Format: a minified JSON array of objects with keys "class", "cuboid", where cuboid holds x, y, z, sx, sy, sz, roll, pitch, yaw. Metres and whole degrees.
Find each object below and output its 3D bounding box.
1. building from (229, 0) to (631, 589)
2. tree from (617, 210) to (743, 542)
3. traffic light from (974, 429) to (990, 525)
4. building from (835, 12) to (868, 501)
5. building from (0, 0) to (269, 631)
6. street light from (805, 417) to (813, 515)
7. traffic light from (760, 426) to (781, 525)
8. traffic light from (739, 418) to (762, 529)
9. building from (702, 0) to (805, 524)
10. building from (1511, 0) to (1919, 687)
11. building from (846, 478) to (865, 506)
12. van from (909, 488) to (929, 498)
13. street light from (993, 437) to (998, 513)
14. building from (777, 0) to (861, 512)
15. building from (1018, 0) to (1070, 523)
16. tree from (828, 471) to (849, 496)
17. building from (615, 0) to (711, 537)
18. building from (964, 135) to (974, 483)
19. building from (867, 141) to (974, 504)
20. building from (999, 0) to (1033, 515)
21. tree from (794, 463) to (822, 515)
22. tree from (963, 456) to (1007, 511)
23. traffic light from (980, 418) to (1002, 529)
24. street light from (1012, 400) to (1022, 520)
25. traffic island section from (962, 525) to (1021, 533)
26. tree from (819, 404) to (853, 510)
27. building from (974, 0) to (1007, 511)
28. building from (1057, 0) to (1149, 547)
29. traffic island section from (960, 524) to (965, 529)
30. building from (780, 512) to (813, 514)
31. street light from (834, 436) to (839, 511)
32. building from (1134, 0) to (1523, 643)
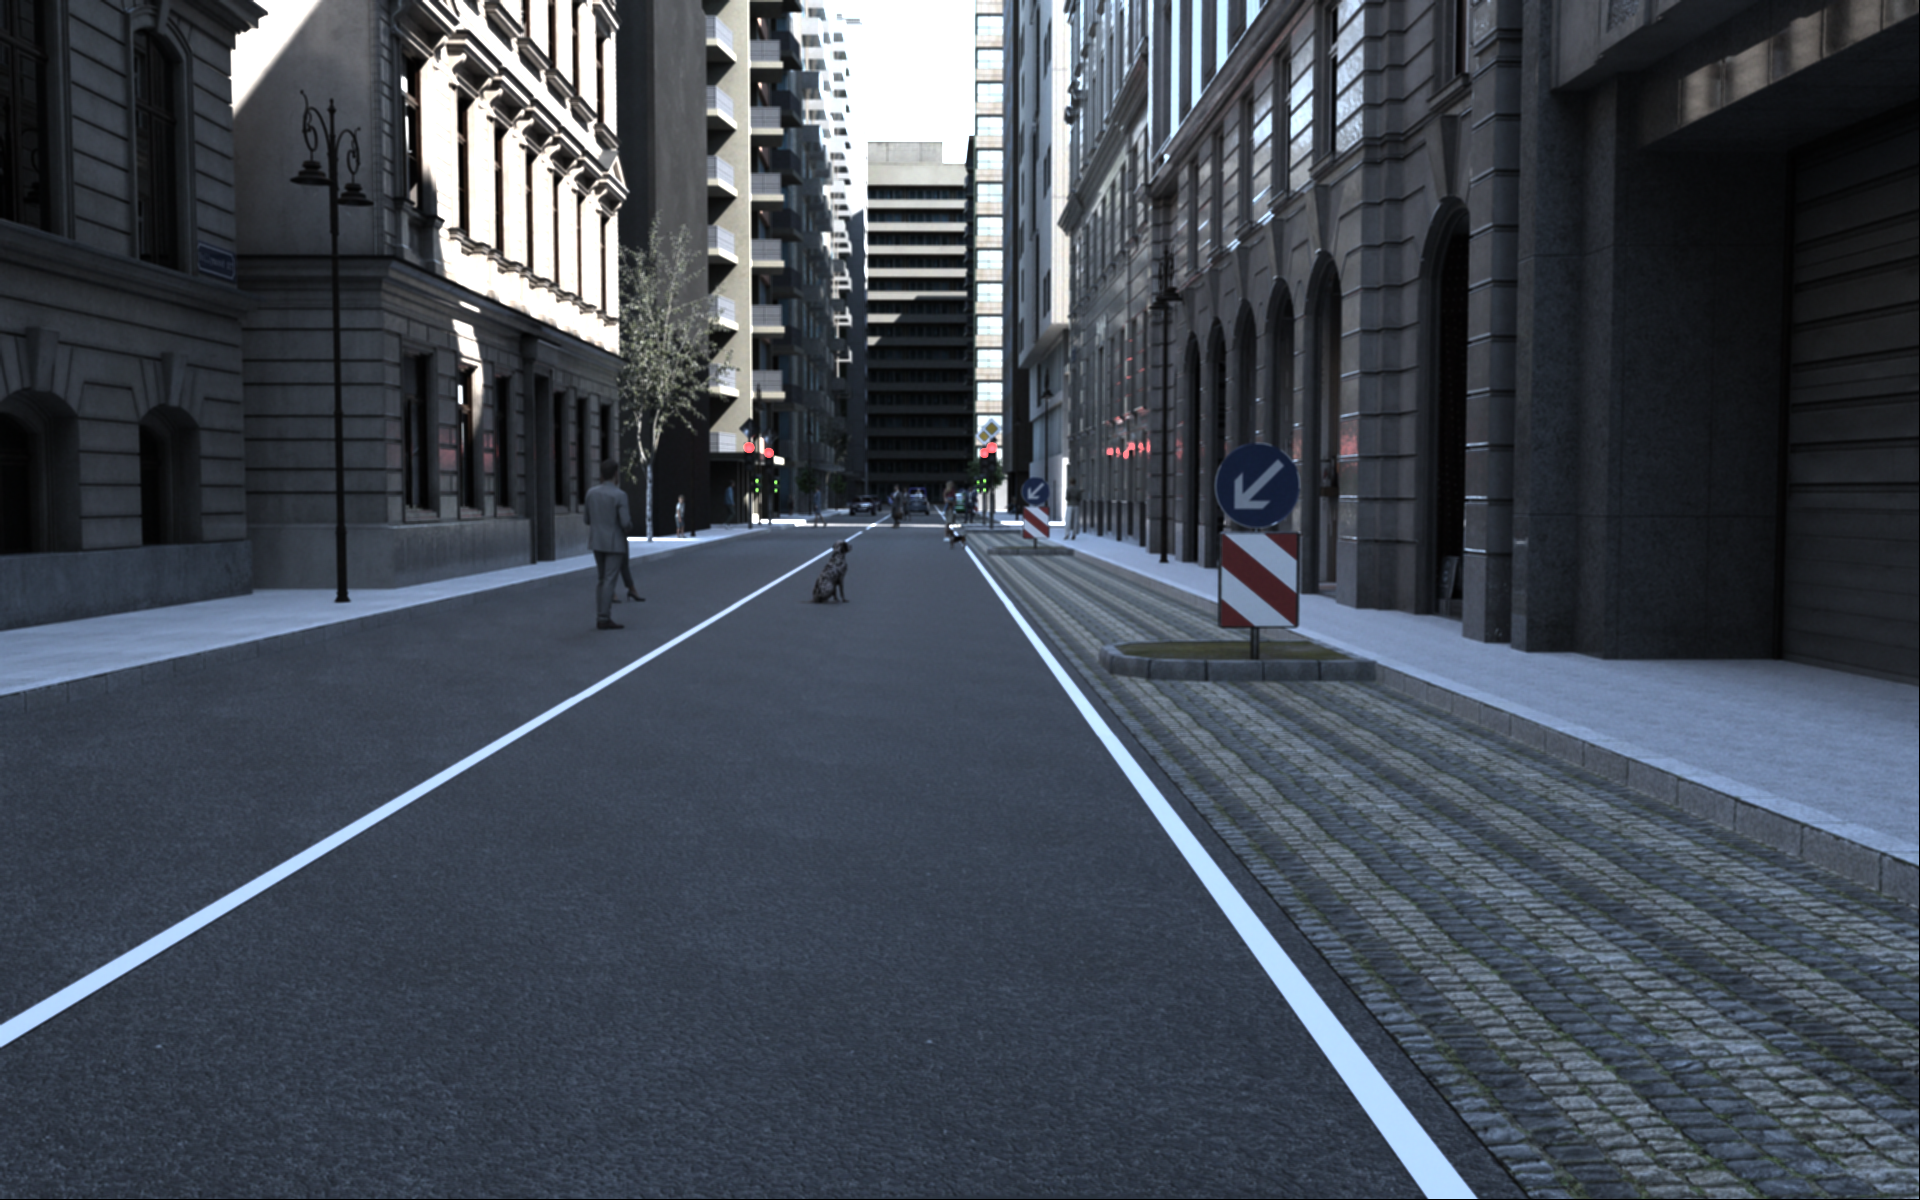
[{"class":"building","cuboid":[-12.521,-10.224,31.789,10.561,19.102,19.286,0,4,-1]},{"class":"tree","cuboid":[-8.133,-5.850,46.011,4.360,8.622,3.978,0,3,0]},{"class":"traffic light","cuboid":[0.993,-5.077,71.930,0.839,4.253,0.868,0,4,-1]},{"class":"building","cuboid":[-25.495,-40.943,211.416,28.212,58.520,21.231,0,4,-1]},{"class":"building","cuboid":[-13.900,-11.339,4.473,14.460,24.649,34.723,0,4,-1]},{"class":"street light","cuboid":[-8.983,-8.001,103.596,0.468,5.910,1.993,0,4,-1]},{"class":"traffic light","cuboid":[-7.866,-5.066,71.742,0.839,4.253,0.868,0,4,-1]},{"class":"traffic light","cuboid":[-7.710,-4.577,63.758,0.839,4.253,0.868,0,4,-1]},{"class":"building","cuboid":[-19.258,-26.285,84.392,22.147,44.769,28.867,0,4,-1]},{"class":"building","cuboid":[10.776,-11.365,3.842,12.078,24.808,19.932,0,4,-1]},{"class":"building","cuboid":[-26.709,-30.411,189.104,32.217,40.220,23.993,0,4,-1]},{"class":"van","cuboid":[-4.291,-10.510,176.224,2.240,2.365,5.245,0,4,-1]},{"class":"street light","cuboid":[2.290,-8.747,115.795,0.468,5.910,1.993,0,4,-1]},{"class":"building","cuboid":[-21.540,-33.124,161.182,23.786,49.044,30.456,0,4,-1]},{"class":"building","cuboid":[16.630,-30.473,87.470,27.495,52.752,28.713,0,4,-1]},{"class":"tree","cuboid":[-10.084,-9.228,145.479,1.663,3.219,1.824,0,3,0]},{"class":"building","cuboid":[-17.006,-13.904,57.006,15.834,23.373,12.332,0,4,-1]},{"class":"building","cuboid":[11.629,-33.877,208.518,22.147,44.769,28.867,0,4,-1]},{"class":"building","cuboid":[-4.339,-37.722,240.453,21.600,48.544,21.300,0,4,-1]},{"class":"building","cuboid":[9.993,-28.329,113.295,14.600,45.320,14.200,0,4,-1]},{"class":"tree","cuboid":[-9.284,-6.814,106.012,1.663,3.219,1.824,0,3,0]},{"class":"tree","cuboid":[1.923,-8.876,128.839,4.285,4.588,4.351,0,3,0]},{"class":"traffic light","cuboid":[1.149,-4.589,63.946,0.839,4.253,0.868,0,4,-1]},{"class":"street light","cuboid":[2.803,-6.853,84.834,0.468,5.910,1.993,0,4,-1]},{"class":"traffic island section","cuboid":[1.189,-2.555,64.061,2.009,0.180,2.903,0,4,-1]},{"class":"tree","cuboid":[-10.868,-11.683,141.385,4.360,8.622,3.978,0,3,0]},{"class":"building","cuboid":[8.092,-27.900,139.764,14.154,41.232,14.086,0,4,-1]},{"class":"building","cuboid":[9.823,-15.518,50.991,12.463,27.353,25.104,0,4,-1]},{"class":"traffic island section","cuboid":[1.033,-3.044,72.045,2.009,0.180,2.903,0,4,-1]},{"class":"building","cuboid":[-20.479,-30.717,121.836,23.786,49.044,30.456,0,4,-1]},{"class":"street light","cuboid":[-9.605,-9.894,134.554,0.468,5.910,1.993,0,4,-1]},{"class":"building","cuboid":[10.158,-11.258,25.876,13.314,21.916,24.055,0,4,-1]}]
